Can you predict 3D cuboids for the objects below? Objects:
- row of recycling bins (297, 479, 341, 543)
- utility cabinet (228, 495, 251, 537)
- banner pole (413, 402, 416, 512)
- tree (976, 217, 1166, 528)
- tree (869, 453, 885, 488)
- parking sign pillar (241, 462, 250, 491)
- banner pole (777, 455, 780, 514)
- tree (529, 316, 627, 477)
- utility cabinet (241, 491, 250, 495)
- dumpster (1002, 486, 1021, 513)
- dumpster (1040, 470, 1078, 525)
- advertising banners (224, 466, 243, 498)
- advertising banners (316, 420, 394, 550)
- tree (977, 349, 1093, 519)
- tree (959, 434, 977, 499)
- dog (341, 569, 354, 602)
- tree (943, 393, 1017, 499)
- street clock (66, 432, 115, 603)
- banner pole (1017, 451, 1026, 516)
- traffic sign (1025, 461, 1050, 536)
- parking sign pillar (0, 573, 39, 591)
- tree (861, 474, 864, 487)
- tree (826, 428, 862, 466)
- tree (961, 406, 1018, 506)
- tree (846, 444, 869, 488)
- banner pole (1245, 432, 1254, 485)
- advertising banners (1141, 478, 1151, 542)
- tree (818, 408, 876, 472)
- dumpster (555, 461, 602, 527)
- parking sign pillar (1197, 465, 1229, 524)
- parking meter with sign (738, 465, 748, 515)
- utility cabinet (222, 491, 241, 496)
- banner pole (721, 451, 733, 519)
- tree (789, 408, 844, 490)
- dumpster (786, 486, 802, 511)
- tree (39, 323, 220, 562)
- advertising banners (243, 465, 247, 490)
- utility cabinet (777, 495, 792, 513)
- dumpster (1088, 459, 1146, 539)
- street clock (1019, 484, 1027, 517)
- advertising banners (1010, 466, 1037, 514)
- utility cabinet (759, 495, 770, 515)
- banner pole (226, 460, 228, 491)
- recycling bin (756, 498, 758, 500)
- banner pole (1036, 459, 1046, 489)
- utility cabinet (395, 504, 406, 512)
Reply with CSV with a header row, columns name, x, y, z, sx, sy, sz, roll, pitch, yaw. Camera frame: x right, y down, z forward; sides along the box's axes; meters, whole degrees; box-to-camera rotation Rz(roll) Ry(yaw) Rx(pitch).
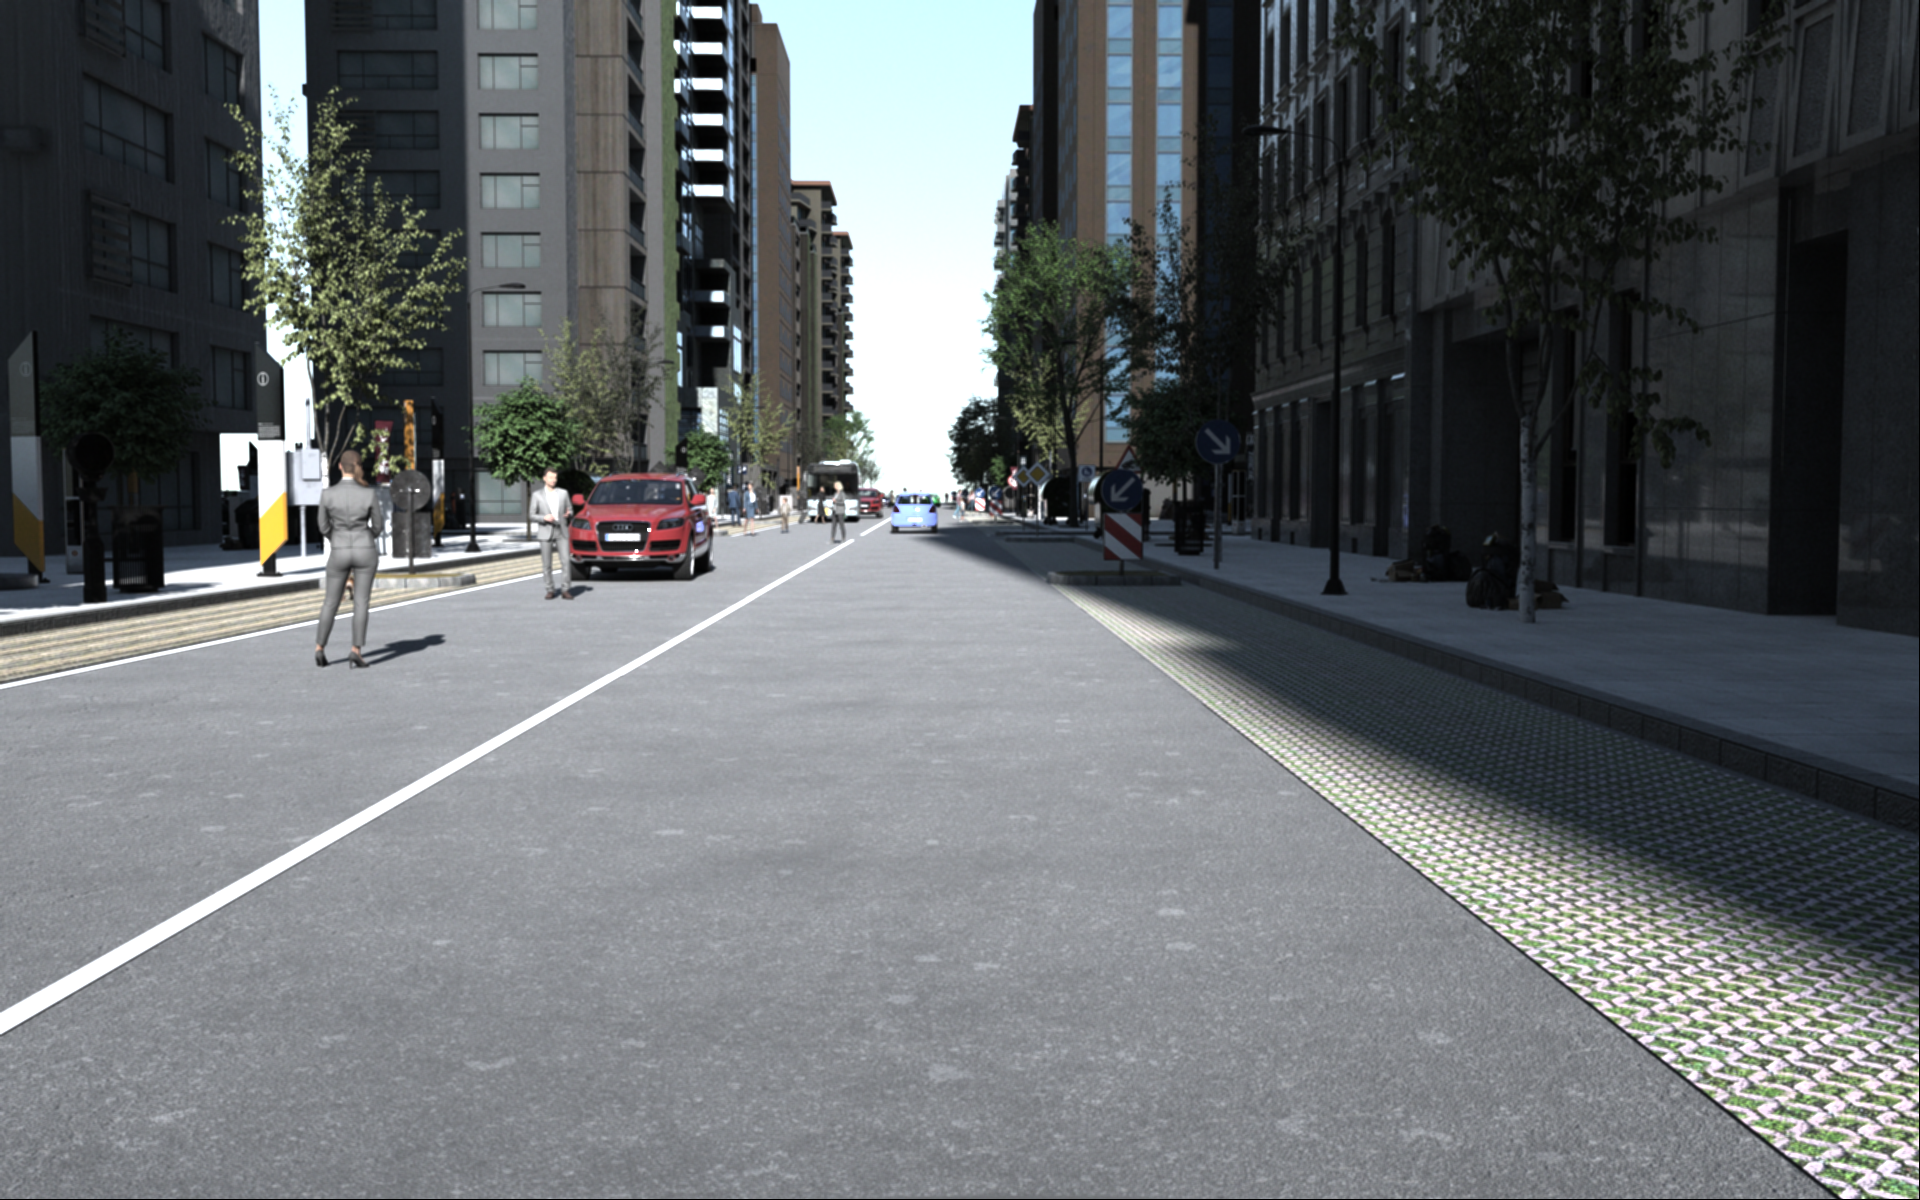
name,x,y,z,sx,sy,sz,roll,pitch,yaw
row of recycling bins,-16.936,-2.423,46.727,1.069,1.692,3.534,1,4,13
utility cabinet,-21.420,-2.470,51.540,0.306,1.237,1.020,-3,5,-42
banner pole,-14.827,-3.491,47.095,0.401,3.779,0.863,-1,4,-22
tree,4.207,-8.577,65.986,9.928,11.665,9.643,0,3,0
tree,-14.520,-18.949,260.174,4.360,8.622,3.978,0,3,0
parking sign pillar,-53.684,-8.678,130.356,1.447,3.967,1.447,0,4,-2
banner pole,-11.518,-7.330,109.860,0.401,3.779,0.863,0,4,2
tree,-15.603,-7.387,71.141,4.737,8.622,4.395,0,3,0
utility cabinet,-47.660,-6.512,115.153,0.318,1.500,1.173,1,4,20
dumpster,3.473,-6.813,117.158,1.264,1.857,1.865,0,4,-1
dumpster,4.106,-4.234,71.715,1.502,2.255,1.985,0,4,-1
advertising banners,-27.771,-4.152,64.067,2.074,3.025,0.090,-1,4,-19
advertising banners,-14.055,-2.700,40.328,0.090,3.025,2.074,3,4,37
tree,4.204,-8.359,87.031,4.737,8.622,4.395,0,3,0
tree,2.118,-15.758,208.012,4.737,8.622,4.395,0,3,0
dog,-8.165,-0.232,23.075,0.540,0.507,0.406,2,4,25
tree,2.768,-19.094,218.839,9.857,13.997,8.962,0,3,0
street clock,-10.226,-0.969,20.421,0.358,2.002,0.471,3,4,38
banner pole,3.526,-6.715,99.799,0.863,3.779,0.401,3,5,43
traffic sign,2.341,-2.984,52.424,0.795,2.450,0.064,0,4,-1
parking sign pillar,-13.280,-2.131,23.315,1.447,3.967,1.447,-2,4,-26
tree,-14.089,-14.692,223.928,4.285,4.588,4.351,0,3,0
tree,-13.114,-14.879,193.638,4.737,8.622,4.395,0,3,0
tree,2.938,-11.834,143.845,4.360,8.622,3.978,0,3,0
tree,-14.710,-17.310,233.375,4.360,8.622,3.978,0,3,0
banner pole,10.358,-4.334,60.877,0.863,3.779,0.401,3,5,43
advertising banners,5.009,-3.099,46.862,0.090,3.025,2.074,1,4,13
tree,-13.580,-17.273,208.169,9.928,11.665,9.643,0,3,0
dumpster,-11.141,-2.937,50.509,1.502,2.255,1.985,0,4,-1
parking sign pillar,11.079,-5.344,75.842,1.447,3.967,1.447,-1,4,-15
parking meter with sign,-12.999,-6.597,104.127,0.543,3.016,1.738,-1,4,-13
utility cabinet,-47.668,-6.365,112.742,0.318,1.500,1.173,3,5,44
banner pole,-11.902,-6.007,88.235,0.863,3.779,0.401,1,4,18
tree,-12.866,-12.209,149.982,4.360,8.622,3.978,0,3,0
dumpster,-12.344,-7.533,128.914,1.264,1.857,1.865,0,4,-1
tree,-16.121,-3.040,33.417,4.285,4.588,4.351,0,3,0
advertising banners,-42.893,-6.684,105.477,2.074,3.025,0.090,-1,4,-16
utility cabinet,-12.055,-6.612,119.273,1.020,1.237,0.306,-2,4,-30
dumpster,4.453,-2.847,49.043,1.502,2.255,1.985,0,4,-1
street clock,3.548,-5.713,97.976,0.358,2.002,0.471,3,5,42
advertising banners,4.201,-6.942,109.697,2.074,3.025,0.090,0,4,6
utility cabinet,-12.247,-5.946,108.372,0.306,1.237,1.020,-2,4,-32
banner pole,-53.819,-8.389,127.177,0.401,3.779,0.863,-1,4,-23
recycling bin,-13.489,-6.063,111.678,0.722,1.027,0.722,-2,4,-28
banner pole,5.375,-7.581,113.966,0.863,3.779,0.401,0,4,3
utility cabinet,-22.652,-3.587,69.808,1.020,1.237,0.306,0,4,3
